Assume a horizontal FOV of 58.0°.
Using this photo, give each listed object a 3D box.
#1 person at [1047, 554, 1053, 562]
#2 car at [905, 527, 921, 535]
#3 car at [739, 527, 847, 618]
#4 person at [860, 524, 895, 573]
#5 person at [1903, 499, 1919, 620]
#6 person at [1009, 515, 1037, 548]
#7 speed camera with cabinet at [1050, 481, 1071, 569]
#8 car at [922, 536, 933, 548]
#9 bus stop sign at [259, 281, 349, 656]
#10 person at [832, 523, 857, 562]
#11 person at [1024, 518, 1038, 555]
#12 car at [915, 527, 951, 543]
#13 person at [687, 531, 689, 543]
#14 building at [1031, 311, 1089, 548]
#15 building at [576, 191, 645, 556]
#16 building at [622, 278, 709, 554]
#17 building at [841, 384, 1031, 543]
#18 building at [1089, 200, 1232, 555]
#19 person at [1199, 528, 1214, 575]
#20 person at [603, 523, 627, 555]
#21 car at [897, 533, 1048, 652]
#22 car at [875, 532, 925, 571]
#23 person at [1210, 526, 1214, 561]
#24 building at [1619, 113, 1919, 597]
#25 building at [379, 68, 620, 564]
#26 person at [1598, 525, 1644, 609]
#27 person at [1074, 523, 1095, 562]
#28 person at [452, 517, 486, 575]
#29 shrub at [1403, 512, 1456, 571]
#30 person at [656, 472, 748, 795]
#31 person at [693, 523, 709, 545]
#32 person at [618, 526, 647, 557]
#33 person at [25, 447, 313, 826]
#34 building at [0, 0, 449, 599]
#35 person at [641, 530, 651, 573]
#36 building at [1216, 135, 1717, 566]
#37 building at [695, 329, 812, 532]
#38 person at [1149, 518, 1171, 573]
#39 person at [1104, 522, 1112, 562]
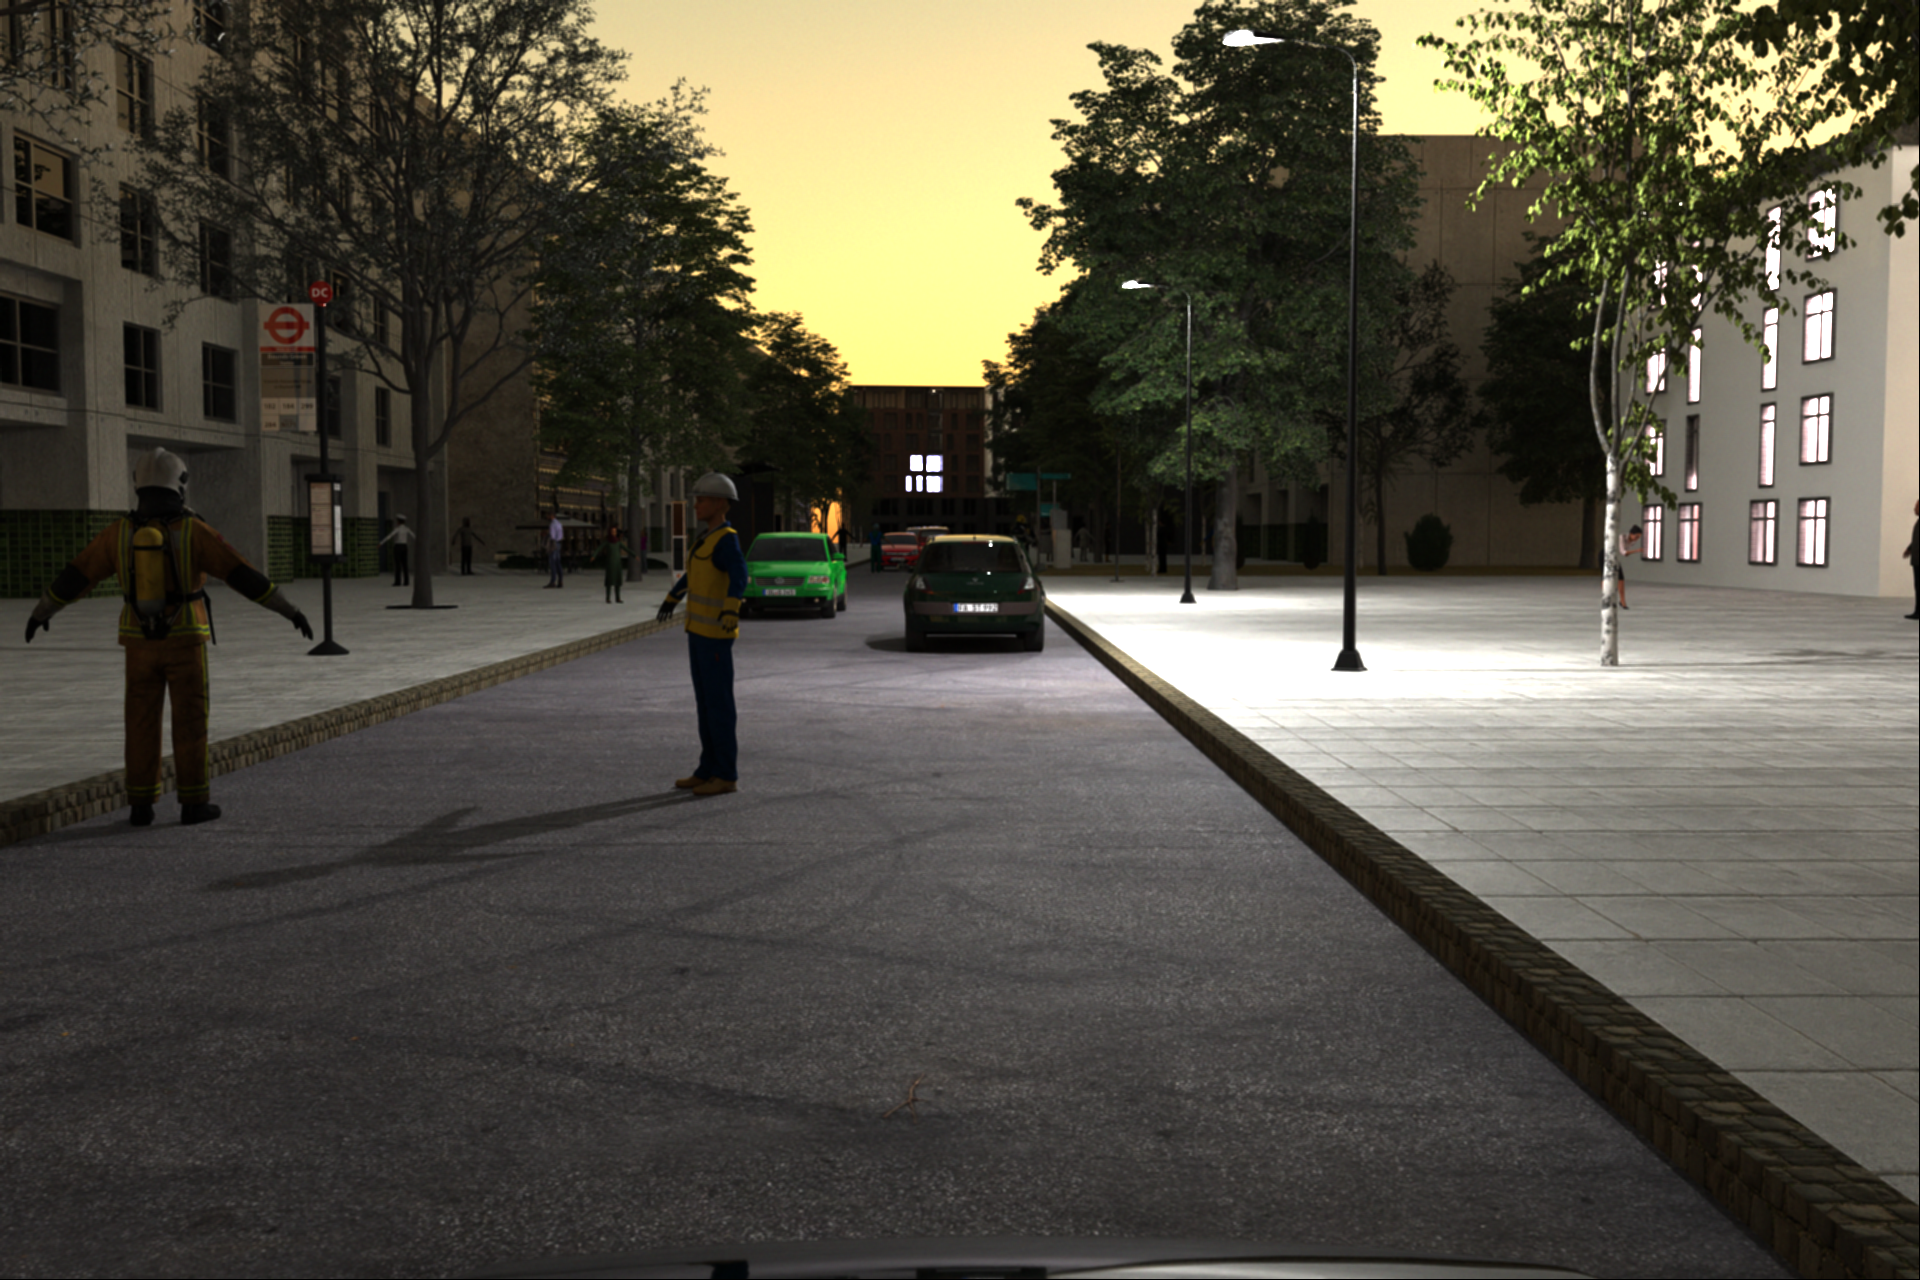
[{"bbox_3d":[4.247,-4.568,80.965,1.348,1.796,0.705,2,4,28],"label":"person"},{"bbox_3d":[-2.356,-5.560,99.572,2.281,1.827,5.304,0,4,0],"label":"car"},{"bbox_3d":[-2.994,-1.348,30.840,1.959,1.807,4.718,0,4,0],"label":"car"},{"bbox_3d":[-3.068,-3.364,63.588,1.347,1.817,0.704,1,4,16],"label":"person"},{"bbox_3d":[14.477,-1.219,26.119,0.705,1.807,1.348,1,4,18],"label":"person"},{"bbox_3d":[1.842,-2.837,52.154,0.704,1.858,1.351,-2,4,-34],"label":"person"},{"bbox_3d":[3.724,-4.245,63.743,0.660,3.252,2.038,0,4,-2],"label":"speed camera with cabinet"},{"bbox_3d":[-0.687,-3.703,72.912,2.083,1.381,4.827,0,4,0],"label":"car"},{"bbox_3d":[-6.956,-1.814,18.356,0.855,3.939,0.416,0,4,-1],"label":"bus stop sign"},{"bbox_3d":[-5.415,-4.536,80.382,1.346,1.802,0.704,2,4,25],"label":"person"},{"bbox_3d":[2.304,-3.467,62.463,1.354,1.856,0.705,-2,4,-32],"label":"person"},{"bbox_3d":[-1.285,-4.908,88.923,2.281,1.827,5.304,0,4,0],"label":"car"},{"bbox_3d":[-12.146,-4.256,75.713,0.704,1.817,1.347,-3,5,-40],"label":"person"},{"bbox_3d":[21.014,-20.271,175.402,27.936,21.610,32.646,0,3,0],"label":"building"},{"bbox_3d":[-24.925,-14.715,97.005,16.016,20.090,11.380,0,4,-1],"label":"building"},{"bbox_3d":[-29.145,-16.022,128.420,16.747,18.905,31.486,0,4,-1],"label":"building"},{"bbox_3d":[-0.125,-24.573,248.192,32.646,21.610,27.936,0,4,-7],"label":"building"},{"bbox_3d":[22.859,-17.036,122.519,27.936,21.610,32.646,0,4,0],"label":"building"},{"bbox_3d":[8.005,-2.924,53.783,1.349,1.833,0.705,-2,4,-34],"label":"person"},{"bbox_3d":[-16.703,-4.793,84.301,1.347,1.837,0.705,0,4,-7],"label":"person"},{"bbox_3d":[0.166,-0.779,22.518,2.009,1.686,4.222,0,4,0],"label":"car"},{"bbox_3d":[-2.378,-3.604,67.959,2.155,1.783,4.494,0,4,0],"label":"car"},{"bbox_3d":[12.128,-4.650,82.833,0.721,1.733,1.217,3,5,42],"label":"person"},{"bbox_3d":[23.087,-5.675,34.931,9.099,9.664,28.070,0,4,-1],"label":"building"},{"bbox_3d":[-27.511,-15.428,83.169,19.493,23.208,18.063,0,4,0],"label":"building"},{"bbox_3d":[11.313,-1.246,29.600,0.799,1.438,0.628,2,4,30],"label":"person"},{"bbox_3d":[5.798,-4.570,80.903,1.347,1.806,0.705,3,5,43],"label":"person"},{"bbox_3d":[-15.453,-2.946,54.298,0.705,1.813,1.348,2,4,31],"label":"person"},{"bbox_3d":[16.147,-3.400,59.626,1.661,2.075,1.752,0,3,0],"label":"shrub"},{"bbox_3d":[-1.451,-0.043,9.629,0.721,1.772,1.216,-2,4,-27],"label":"person"},{"bbox_3d":[-7.799,-2.918,54.438,1.216,1.740,0.721,-1,4,-21],"label":"person"},{"bbox_3d":[-14.060,-4.158,74.128,1.345,1.843,0.704,-2,4,-26],"label":"person"},{"bbox_3d":[-3.936,-0.022,8.593,1.354,1.858,0.705,-1,4,-10],"label":"person"},{"bbox_3d":[-25.675,-10.780,42.715,16.747,18.905,31.486,0,4,0],"label":"building"},{"bbox_3d":[-10.465,-2.917,56.960,0.991,1.433,0.599,3,5,41],"label":"person"},{"bbox_3d":[23.379,-13.399,85.532,16.747,18.905,31.486,0,3,0],"label":"building"},{"bbox_3d":[-25.121,-21.054,175.166,19.493,23.208,18.063,0,4,0],"label":"building"},{"bbox_3d":[6.624,-3.101,56.886,0.705,1.806,1.347,2,4,35],"label":"person"},{"bbox_3d":[6.760,-4.451,78.904,0.704,1.812,1.346,0,4,4],"label":"person"}]
